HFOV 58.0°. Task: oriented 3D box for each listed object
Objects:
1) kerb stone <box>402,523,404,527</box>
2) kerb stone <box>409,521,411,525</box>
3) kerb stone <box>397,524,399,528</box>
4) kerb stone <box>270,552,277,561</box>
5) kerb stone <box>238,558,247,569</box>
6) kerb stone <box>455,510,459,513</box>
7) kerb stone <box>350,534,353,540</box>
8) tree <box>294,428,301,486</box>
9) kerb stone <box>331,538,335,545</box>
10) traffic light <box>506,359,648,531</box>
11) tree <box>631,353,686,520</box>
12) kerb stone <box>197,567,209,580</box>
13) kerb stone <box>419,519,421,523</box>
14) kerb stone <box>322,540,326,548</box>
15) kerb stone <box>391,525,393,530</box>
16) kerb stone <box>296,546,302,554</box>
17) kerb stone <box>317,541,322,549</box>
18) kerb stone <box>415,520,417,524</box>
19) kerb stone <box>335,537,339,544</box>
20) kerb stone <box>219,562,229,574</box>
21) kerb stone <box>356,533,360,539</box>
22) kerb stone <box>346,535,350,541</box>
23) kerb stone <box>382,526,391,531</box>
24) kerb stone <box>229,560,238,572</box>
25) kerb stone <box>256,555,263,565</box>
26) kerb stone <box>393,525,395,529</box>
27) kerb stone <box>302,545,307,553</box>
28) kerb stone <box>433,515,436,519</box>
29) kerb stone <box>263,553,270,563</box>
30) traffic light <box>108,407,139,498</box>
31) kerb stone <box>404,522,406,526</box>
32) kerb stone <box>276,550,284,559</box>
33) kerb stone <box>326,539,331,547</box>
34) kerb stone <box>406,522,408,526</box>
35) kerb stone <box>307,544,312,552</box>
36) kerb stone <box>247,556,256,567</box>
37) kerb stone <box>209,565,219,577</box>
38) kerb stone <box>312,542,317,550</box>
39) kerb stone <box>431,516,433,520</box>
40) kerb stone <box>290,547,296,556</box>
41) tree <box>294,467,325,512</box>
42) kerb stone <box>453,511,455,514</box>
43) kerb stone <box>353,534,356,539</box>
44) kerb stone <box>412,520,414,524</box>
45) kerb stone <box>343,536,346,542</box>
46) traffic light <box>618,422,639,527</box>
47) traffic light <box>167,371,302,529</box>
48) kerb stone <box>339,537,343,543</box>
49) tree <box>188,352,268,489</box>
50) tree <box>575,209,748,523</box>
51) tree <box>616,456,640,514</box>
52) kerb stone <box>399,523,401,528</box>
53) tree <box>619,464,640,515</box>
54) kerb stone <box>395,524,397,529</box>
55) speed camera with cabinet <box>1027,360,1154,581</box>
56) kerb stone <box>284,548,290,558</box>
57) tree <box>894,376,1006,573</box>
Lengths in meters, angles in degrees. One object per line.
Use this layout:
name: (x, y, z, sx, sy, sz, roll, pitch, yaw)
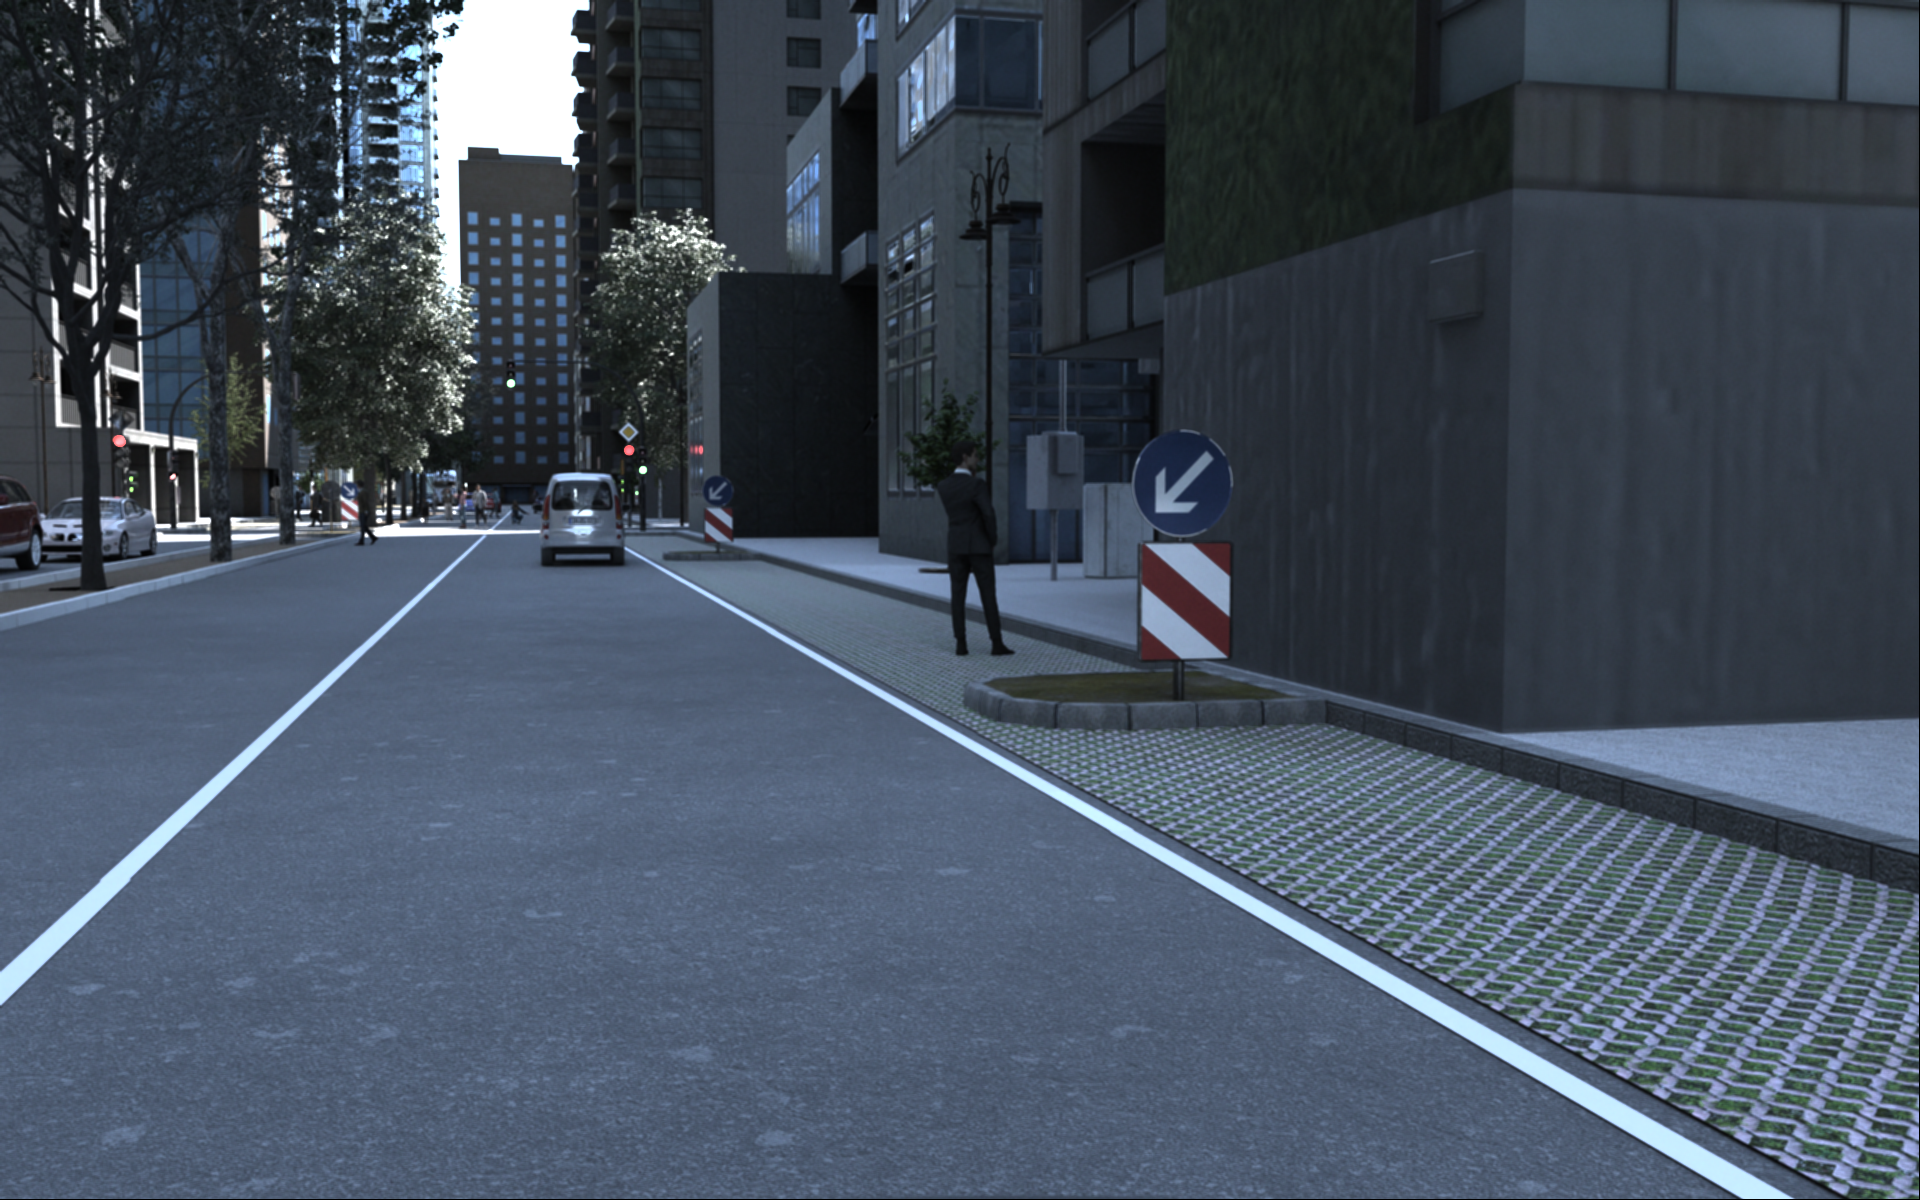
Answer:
kerb stone: (-24.087, -3.191, 74.414, 0.120, 0.150, 1.000, -1, 4, -14)
kerb stone: (-25.080, -3.438, 78.407, 0.120, 0.150, 1.000, -1, 4, -14)
kerb stone: (-23.346, -3.011, 71.421, 0.120, 0.150, 1.000, -1, 4, -14)
kerb stone: (-14.816, -0.903, 37.102, 0.120, 0.150, 1.000, -1, 4, -14)
kerb stone: (-13.824, -0.667, 33.101, 0.120, 0.150, 1.000, -1, 4, -14)
kerb stone: (-38.684, -6.782, 133.188, 0.120, 0.150, 1.000, -1, 4, -14)
kerb stone: (-18.768, -1.885, 53.016, 0.120, 0.150, 1.000, -1, 4, -14)
tree: (-44.233, -9.864, 111.634, 4.737, 8.622, 4.395, 0, 3, 0)
kerb stone: (-17.537, -1.579, 48.044, 0.120, 0.150, 1.000, -1, 4, -14)
traffic light: (-13.006, -5.167, 59.149, 4.771, 5.953, 1.251, -1, 4, -14)
tree: (-14.786, -8.323, 86.447, 4.737, 8.622, 4.395, 0, 3, 0)
kerb stone: (-12.826, -0.422, 29.115, 0.120, 0.150, 1.000, -1, 4, -14)
kerb stone: (-26.817, -3.865, 85.388, 0.120, 0.150, 1.000, -1, 4, -14)
kerb stone: (-17.042, -1.458, 46.041, 0.120, 0.150, 1.000, -1, 4, -14)
kerb stone: (-22.602, -2.829, 68.443, 0.120, 0.150, 1.000, -1, 4, -14)
kerb stone: (-15.804, -1.155, 41.079, 0.120, 0.150, 1.000, -1, 4, -14)
kerb stone: (-16.796, -1.395, 45.049, 0.120, 0.150, 1.000, -1, 4, -14)
kerb stone: (-26.072, -3.682, 82.401, 0.120, 0.150, 1.000, -1, 4, -14)
kerb stone: (-17.775, -1.642, 49.038, 0.120, 0.150, 1.000, -1, 4, -14)
kerb stone: (-13.327, -0.545, 31.103, 0.120, 0.150, 1.000, -1, 4, -14)
kerb stone: (-19.263, -2.006, 55.012, 0.120, 0.150, 1.000, -1, 4, -14)
kerb stone: (-18.522, -1.820, 52.018, 0.120, 0.150, 1.000, -1, 4, -14)
kerb stone: (-22.360, -2.765, 67.450, 0.120, 0.150, 1.000, -1, 4, -14)
kerb stone: (-13.574, -0.604, 32.110, 0.120, 0.150, 1.000, -1, 4, -14)
kerb stone: (-14.323, -0.790, 35.110, 0.120, 0.150, 1.000, -1, 4, -14)
kerb stone: (-22.850, -2.887, 69.435, 0.120, 0.150, 1.000, -1, 4, -14)
kerb stone: (-16.047, -1.216, 42.072, 0.120, 0.150, 1.000, -1, 4, -14)
kerb stone: (-30.283, -4.718, 99.342, 0.120, 0.150, 1.000, -1, 4, -14)
kerb stone: (-14.574, -0.844, 36.108, 0.120, 0.150, 1.000, -1, 4, -14)
traffic light: (-26.970, -4.092, 55.820, 0.839, 4.253, 0.868, -1, 4, -14)
kerb stone: (-24.335, -3.252, 75.413, 0.120, 0.150, 1.000, -1, 4, -14)
kerb stone: (-15.063, -0.973, 38.102, 0.120, 0.150, 1.000, -1, 4, -14)
kerb stone: (-17.282, -1.518, 47.042, 0.120, 0.150, 1.000, -1, 4, -14)
kerb stone: (-24.582, -3.316, 76.412, 0.120, 0.150, 1.000, -1, 4, -14)
kerb stone: (-16.294, -1.272, 43.067, 0.120, 0.150, 1.000, -1, 4, -14)
kerb stone: (-14.065, -0.728, 34.105, 0.120, 0.150, 1.000, -1, 4, -14)
kerb stone: (-13.084, -0.484, 30.105, 0.120, 0.150, 1.000, -1, 4, -14)
kerb stone: (-16.546, -1.337, 44.058, 0.120, 0.150, 1.000, -1, 4, -14)
kerb stone: (-29.533, -4.536, 96.352, 0.120, 0.150, 1.000, -1, 4, -14)
kerb stone: (-15.554, -1.088, 40.086, 0.120, 0.150, 1.000, -1, 4, -14)
tree: (-46.218, -7.855, 123.031, 1.663, 3.219, 1.824, 0, 3, 0)
kerb stone: (-36.463, -6.239, 124.239, 0.120, 0.150, 1.000, -1, 4, -14)
kerb stone: (-19.021, -1.946, 54.012, 0.120, 0.150, 1.000, -1, 4, -14)
kerb stone: (-25.574, -3.560, 80.394, 0.120, 0.150, 1.000, -1, 4, -14)
kerb stone: (-18.267, -1.763, 51.028, 0.120, 0.150, 1.000, -1, 4, -14)
traffic light: (-12.922, -4.809, 67.540, 0.839, 4.253, 0.868, -1, 4, -14)
traffic light: (-26.886, -5.470, 64.105, 4.771, 5.953, 1.251, -1, 4, -14)
kerb stone: (-18.029, -1.703, 50.034, 0.120, 0.150, 1.000, -1, 4, -14)
tree: (-38.383, -8.570, 90.486, 4.737, 8.622, 4.395, 0, 3, 0)
tree: (-12.204, -10.453, 77.566, 9.857, 13.997, 8.962, 0, 3, 0)
tree: (-20.501, -7.813, 111.449, 4.285, 4.588, 4.351, 0, 3, 0)
kerb stone: (-23.586, -3.070, 72.415, 0.120, 0.150, 1.000, -1, 4, -14)
tree: (-20.157, -6.921, 107.753, 1.663, 3.219, 1.824, 0, 3, 0)
kerb stone: (-23.088, -2.950, 70.432, 0.120, 0.150, 1.000, -1, 4, -14)
speed camera with cabinet: (1.979, -1.946, 26.149, 2.038, 3.252, 0.660, -2, 4, -34)
kerb stone: (-15.308, -1.034, 39.094, 0.120, 0.150, 1.000, -1, 4, -14)
tree: (-0.215, -2.077, 28.567, 1.663, 3.219, 1.824, 0, 3, 0)
